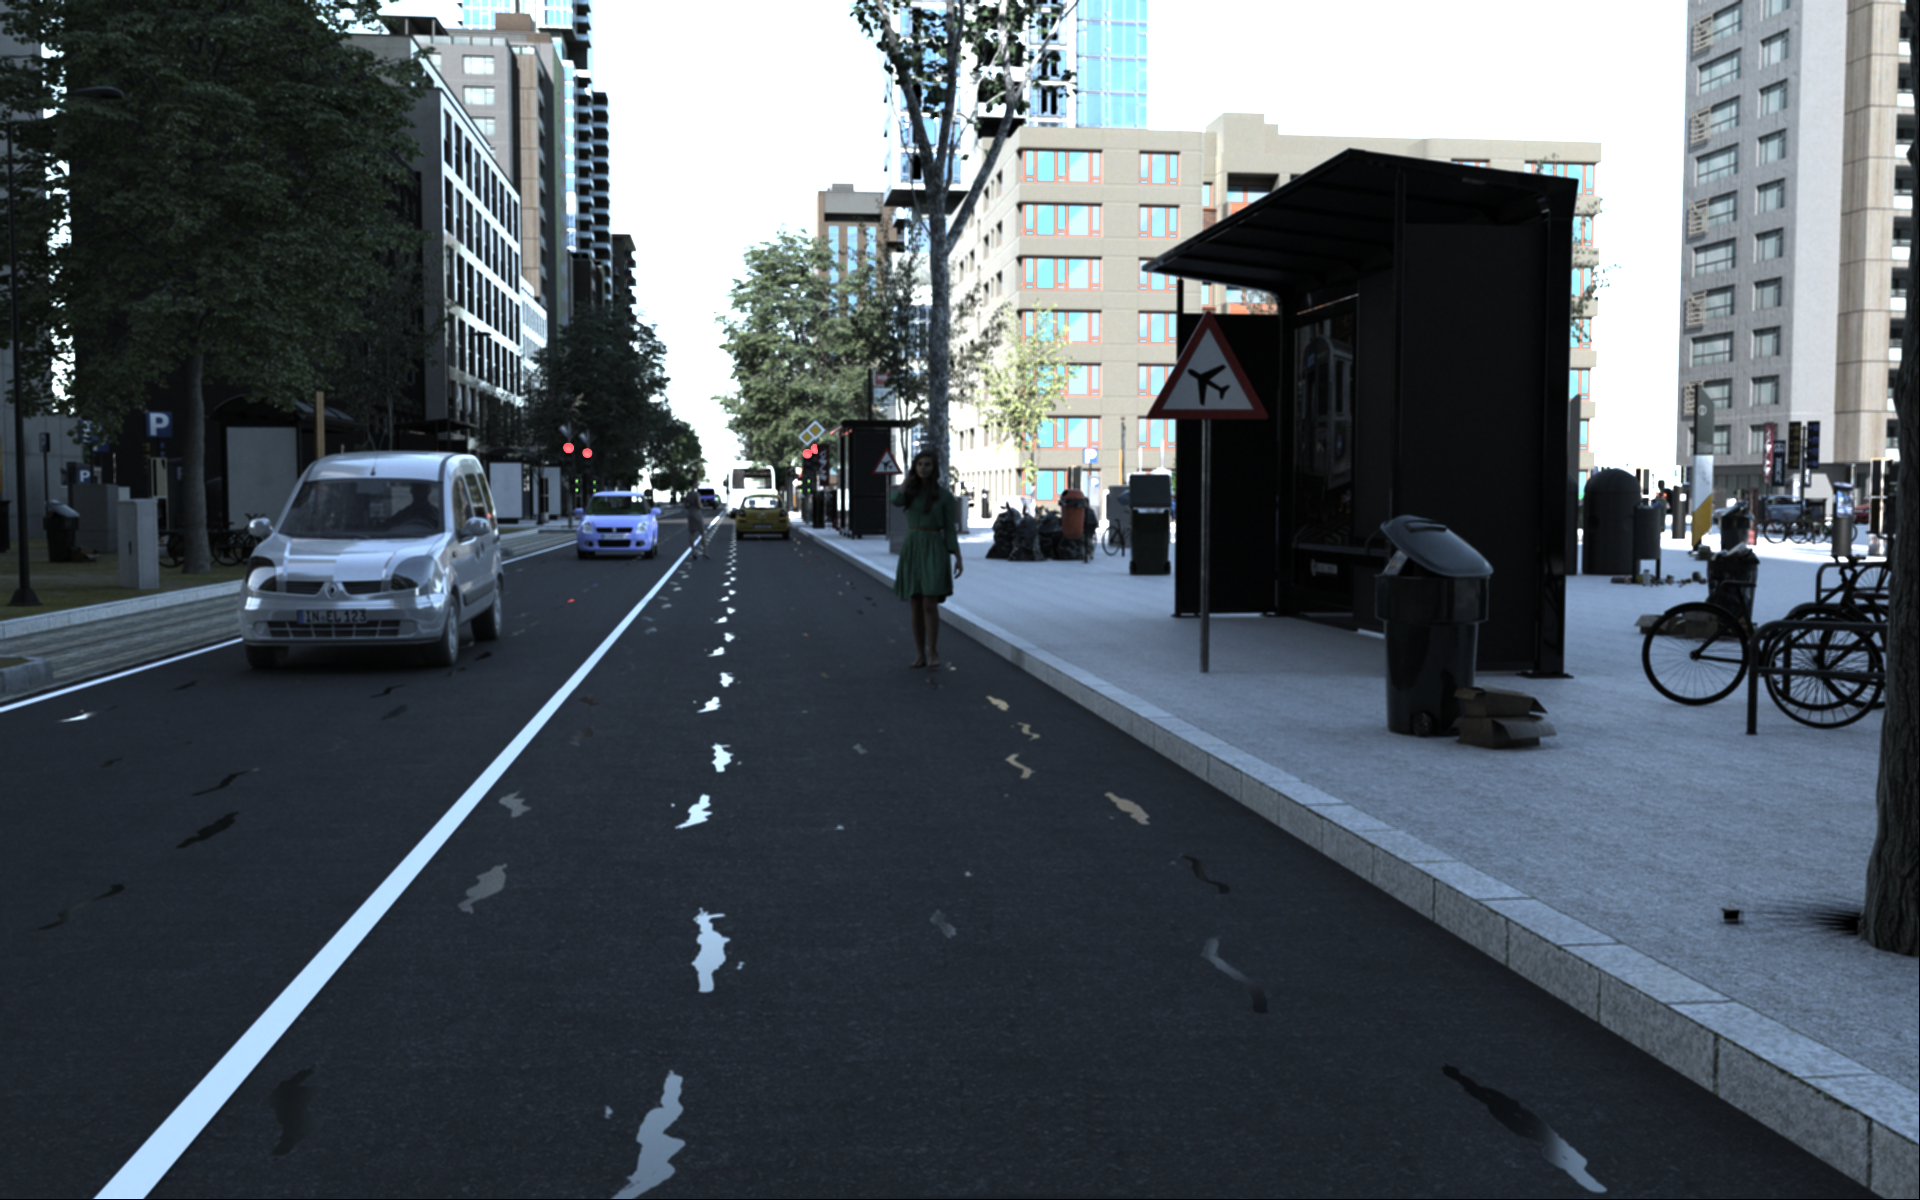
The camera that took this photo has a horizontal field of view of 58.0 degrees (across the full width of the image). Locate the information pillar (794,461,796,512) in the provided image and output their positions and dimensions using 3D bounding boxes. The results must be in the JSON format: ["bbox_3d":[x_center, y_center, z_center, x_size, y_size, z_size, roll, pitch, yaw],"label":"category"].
[{"bbox_3d":[-11.516,-7.912,120.721,0.183,3.616,0.504,0,4,1],"label":"information pillar"}]

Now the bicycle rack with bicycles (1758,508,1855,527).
[{"bbox_3d":[21.836,-1.927,44.882,2.852,0.926,2.925,-2,4,-34],"label":"bicycle rack with bicycles"}]

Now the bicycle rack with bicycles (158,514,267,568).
[{"bbox_3d":[-13.381,-1.115,31.619,2.925,0.926,2.852,-2,4,-35],"label":"bicycle rack with bicycles"}]

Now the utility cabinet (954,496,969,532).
[{"bbox_3d":[-0.132,-2.929,59.045,0.306,1.237,1.020,-3,4,-37],"label":"utility cabinet"}]

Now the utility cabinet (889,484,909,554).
[{"bbox_3d":[-1.042,-1.707,36.584,0.318,1.500,1.173,-3,4,-38],"label":"utility cabinet"}]

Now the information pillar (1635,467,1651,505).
[{"bbox_3d":[18.756,-2.638,47.620,0.304,2.012,0.304,-1,4,-16],"label":"information pillar"}]

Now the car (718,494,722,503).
[{"bbox_3d":[-38.819,-16.248,275.436,2.009,1.686,4.222,-1,4,-9],"label":"car"}]

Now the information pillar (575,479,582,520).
[{"bbox_3d":[-19.017,-5.003,86.285,0.304,2.012,0.304,-1,4,-18],"label":"information pillar"}]

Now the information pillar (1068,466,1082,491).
[{"bbox_3d":[3.004,-2.498,45.326,0.304,2.012,0.304,-1,4,-17],"label":"information pillar"}]

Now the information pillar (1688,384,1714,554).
[{"bbox_3d":[15.820,-2.786,36.913,0.504,3.616,0.183,-1,4,-22],"label":"information pillar"}]

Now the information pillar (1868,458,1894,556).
[{"bbox_3d":[19.007,-1.911,35.743,0.304,2.012,0.304,-1,4,-19],"label":"information pillar"}]

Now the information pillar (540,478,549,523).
[{"bbox_3d":[-18.513,-4.439,77.075,0.304,2.012,0.304,2,4,25],"label":"information pillar"}]

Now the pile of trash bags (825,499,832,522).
[{"bbox_3d":[-4.790,-4.159,77.756,1.912,1.369,3.447,-1,4,-21],"label":"pile of trash bags"}]

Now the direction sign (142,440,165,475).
[{"bbox_3d":[-33.852,-4.942,72.797,0.876,3.537,0.379,-1,4,-22],"label":"direction sign"}]

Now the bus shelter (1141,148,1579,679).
[{"bbox_3d":[3.109,-1.451,15.003,1.731,3.624,6.357,0,4,-7],"label":"bus shelter"}]

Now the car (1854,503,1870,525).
[{"bbox_3d":[40.803,-4.048,75.227,4.494,1.783,2.155,0,4,-7],"label":"car"}]

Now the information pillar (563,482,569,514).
[{"bbox_3d":[-23.159,-5.959,101.928,0.304,2.012,0.304,-2,4,-33],"label":"information pillar"}]

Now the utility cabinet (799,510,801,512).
[{"bbox_3d":[-12.584,-7.476,133.401,0.306,1.237,1.020,2,4,32],"label":"utility cabinet"}]

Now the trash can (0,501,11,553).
[{"bbox_3d":[-21.234,-1.615,38.054,0.748,1.137,0.748,0,3,0],"label":"trash can"}]

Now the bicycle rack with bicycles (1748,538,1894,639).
[{"bbox_3d":[9.724,-0.182,16.364,2.925,0.926,2.852,-1,4,-23],"label":"bicycle rack with bicycles"}]

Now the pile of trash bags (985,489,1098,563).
[{"bbox_3d":[1.759,-1.450,33.468,1.912,1.369,3.447,-1,4,-15],"label":"pile of trash bags"}]

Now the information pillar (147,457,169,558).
[{"bbox_3d":[-16.144,-1.859,34.884,0.304,2.012,0.304,-3,4,-37],"label":"information pillar"}]

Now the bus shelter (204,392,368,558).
[{"bbox_3d":[-14.320,-2.645,37.177,2.014,3.302,5.546,0,4,-7],"label":"bus shelter"}]

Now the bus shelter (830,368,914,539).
[{"bbox_3d":[-2.820,-4.615,53.087,2.179,5.291,8.768,0,4,-7],"label":"bus shelter"}]

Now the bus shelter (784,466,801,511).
[{"bbox_3d":[-11.980,-8.237,128.604,2.014,3.302,5.546,0,4,-7],"label":"bus shelter"}]

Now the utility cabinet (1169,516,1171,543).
[{"bbox_3d":[5.260,-2.105,45.572,0.306,1.237,1.020,-1,4,-11],"label":"utility cabinet"}]

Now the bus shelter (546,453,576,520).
[{"bbox_3d":[-20.718,-5.739,87.759,2.014,3.302,5.546,0,4,-7],"label":"bus shelter"}]

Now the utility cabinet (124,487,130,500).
[{"bbox_3d":[-26.264,-2.743,53.523,0.318,1.500,1.173,2,4,28],"label":"utility cabinet"}]

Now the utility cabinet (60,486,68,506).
[{"bbox_3d":[-23.646,-2.335,46.849,1.173,1.500,0.318,-2,4,-24],"label":"utility cabinet"}]

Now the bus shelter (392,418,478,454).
[{"bbox_3d":[-17.066,-3.997,56.632,1.731,3.624,6.357,0,4,-7],"label":"bus shelter"}]

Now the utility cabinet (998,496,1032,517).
[{"bbox_3d":[1.539,-2.250,47.944,1.020,1.237,0.306,-3,5,-42],"label":"utility cabinet"}]

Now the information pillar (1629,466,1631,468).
[{"bbox_3d":[54.527,-9.179,141.435,0.504,3.616,0.183,0,4,5],"label":"information pillar"}]

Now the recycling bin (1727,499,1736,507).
[{"bbox_3d":[39.549,-4.649,88.572,0.722,1.027,0.722,-1,4,-11],"label":"recycling bin"}]

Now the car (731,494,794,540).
[{"bbox_3d":[-6.348,-2.782,55.705,2.015,1.641,3.980,0,4,-6],"label":"car"}]

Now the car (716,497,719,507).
[{"bbox_3d":[-27.576,-11.165,191.338,1.959,1.807,4.718,-1,4,-8],"label":"car"}]

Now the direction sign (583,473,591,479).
[{"bbox_3d":[-19.851,-6.131,92.237,0.379,3.537,0.876,-3,4,-36],"label":"direction sign"}]

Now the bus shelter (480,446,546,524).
[{"bbox_3d":[-19.729,-5.043,76.369,2.014,3.302,5.546,0,4,-7],"label":"bus shelter"}]

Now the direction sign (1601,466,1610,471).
[{"bbox_3d":[52.157,-9.056,140.067,0.876,3.537,0.379,-1,4,-18],"label":"direction sign"}]

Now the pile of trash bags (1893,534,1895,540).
[{"bbox_3d":[5.263,0.217,6.200,3.447,1.369,1.912,3,4,36],"label":"pile of trash bags"}]

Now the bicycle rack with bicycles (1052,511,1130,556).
[{"bbox_3d":[2.887,-1.431,36.775,2.852,0.926,2.925,2,4,33],"label":"bicycle rack with bicycles"}]

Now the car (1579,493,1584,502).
[{"bbox_3d":[27.059,-3.953,73.424,4.718,1.807,1.959,-1,4,-9],"label":"car"}]

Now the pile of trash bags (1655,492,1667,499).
[{"bbox_3d":[56.301,-7.915,139.166,3.447,1.369,1.912,2,4,25],"label":"pile of trash bags"}]

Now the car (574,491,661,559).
[{"bbox_3d":[-7.790,-1.830,39.506,1.945,1.707,3.694,-1,4,-8],"label":"car"}]

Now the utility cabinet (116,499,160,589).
[{"bbox_3d":[-11.284,-0.770,23.756,0.306,1.237,1.020,-3,4,-39],"label":"utility cabinet"}]

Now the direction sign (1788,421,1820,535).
[{"bbox_3d":[26.299,-3.795,54.045,0.876,3.537,0.379,3,4,37],"label":"direction sign"}]

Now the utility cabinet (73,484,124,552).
[{"bbox_3d":[-18.925,-1.792,37.979,1.173,1.500,0.318,2,4,29],"label":"utility cabinet"}]

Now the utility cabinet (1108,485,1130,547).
[{"bbox_3d":[3.995,-2.020,41.713,0.318,1.500,1.173,-2,4,-26],"label":"utility cabinet"}]

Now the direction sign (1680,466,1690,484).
[{"bbox_3d":[54.631,-8.475,130.564,0.876,3.537,0.379,-1,4,-22],"label":"direction sign"}]

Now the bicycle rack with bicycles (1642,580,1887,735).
[{"bbox_3d":[5.368,0.223,9.729,2.925,0.926,2.852,2,4,32],"label":"bicycle rack with bicycles"}]
